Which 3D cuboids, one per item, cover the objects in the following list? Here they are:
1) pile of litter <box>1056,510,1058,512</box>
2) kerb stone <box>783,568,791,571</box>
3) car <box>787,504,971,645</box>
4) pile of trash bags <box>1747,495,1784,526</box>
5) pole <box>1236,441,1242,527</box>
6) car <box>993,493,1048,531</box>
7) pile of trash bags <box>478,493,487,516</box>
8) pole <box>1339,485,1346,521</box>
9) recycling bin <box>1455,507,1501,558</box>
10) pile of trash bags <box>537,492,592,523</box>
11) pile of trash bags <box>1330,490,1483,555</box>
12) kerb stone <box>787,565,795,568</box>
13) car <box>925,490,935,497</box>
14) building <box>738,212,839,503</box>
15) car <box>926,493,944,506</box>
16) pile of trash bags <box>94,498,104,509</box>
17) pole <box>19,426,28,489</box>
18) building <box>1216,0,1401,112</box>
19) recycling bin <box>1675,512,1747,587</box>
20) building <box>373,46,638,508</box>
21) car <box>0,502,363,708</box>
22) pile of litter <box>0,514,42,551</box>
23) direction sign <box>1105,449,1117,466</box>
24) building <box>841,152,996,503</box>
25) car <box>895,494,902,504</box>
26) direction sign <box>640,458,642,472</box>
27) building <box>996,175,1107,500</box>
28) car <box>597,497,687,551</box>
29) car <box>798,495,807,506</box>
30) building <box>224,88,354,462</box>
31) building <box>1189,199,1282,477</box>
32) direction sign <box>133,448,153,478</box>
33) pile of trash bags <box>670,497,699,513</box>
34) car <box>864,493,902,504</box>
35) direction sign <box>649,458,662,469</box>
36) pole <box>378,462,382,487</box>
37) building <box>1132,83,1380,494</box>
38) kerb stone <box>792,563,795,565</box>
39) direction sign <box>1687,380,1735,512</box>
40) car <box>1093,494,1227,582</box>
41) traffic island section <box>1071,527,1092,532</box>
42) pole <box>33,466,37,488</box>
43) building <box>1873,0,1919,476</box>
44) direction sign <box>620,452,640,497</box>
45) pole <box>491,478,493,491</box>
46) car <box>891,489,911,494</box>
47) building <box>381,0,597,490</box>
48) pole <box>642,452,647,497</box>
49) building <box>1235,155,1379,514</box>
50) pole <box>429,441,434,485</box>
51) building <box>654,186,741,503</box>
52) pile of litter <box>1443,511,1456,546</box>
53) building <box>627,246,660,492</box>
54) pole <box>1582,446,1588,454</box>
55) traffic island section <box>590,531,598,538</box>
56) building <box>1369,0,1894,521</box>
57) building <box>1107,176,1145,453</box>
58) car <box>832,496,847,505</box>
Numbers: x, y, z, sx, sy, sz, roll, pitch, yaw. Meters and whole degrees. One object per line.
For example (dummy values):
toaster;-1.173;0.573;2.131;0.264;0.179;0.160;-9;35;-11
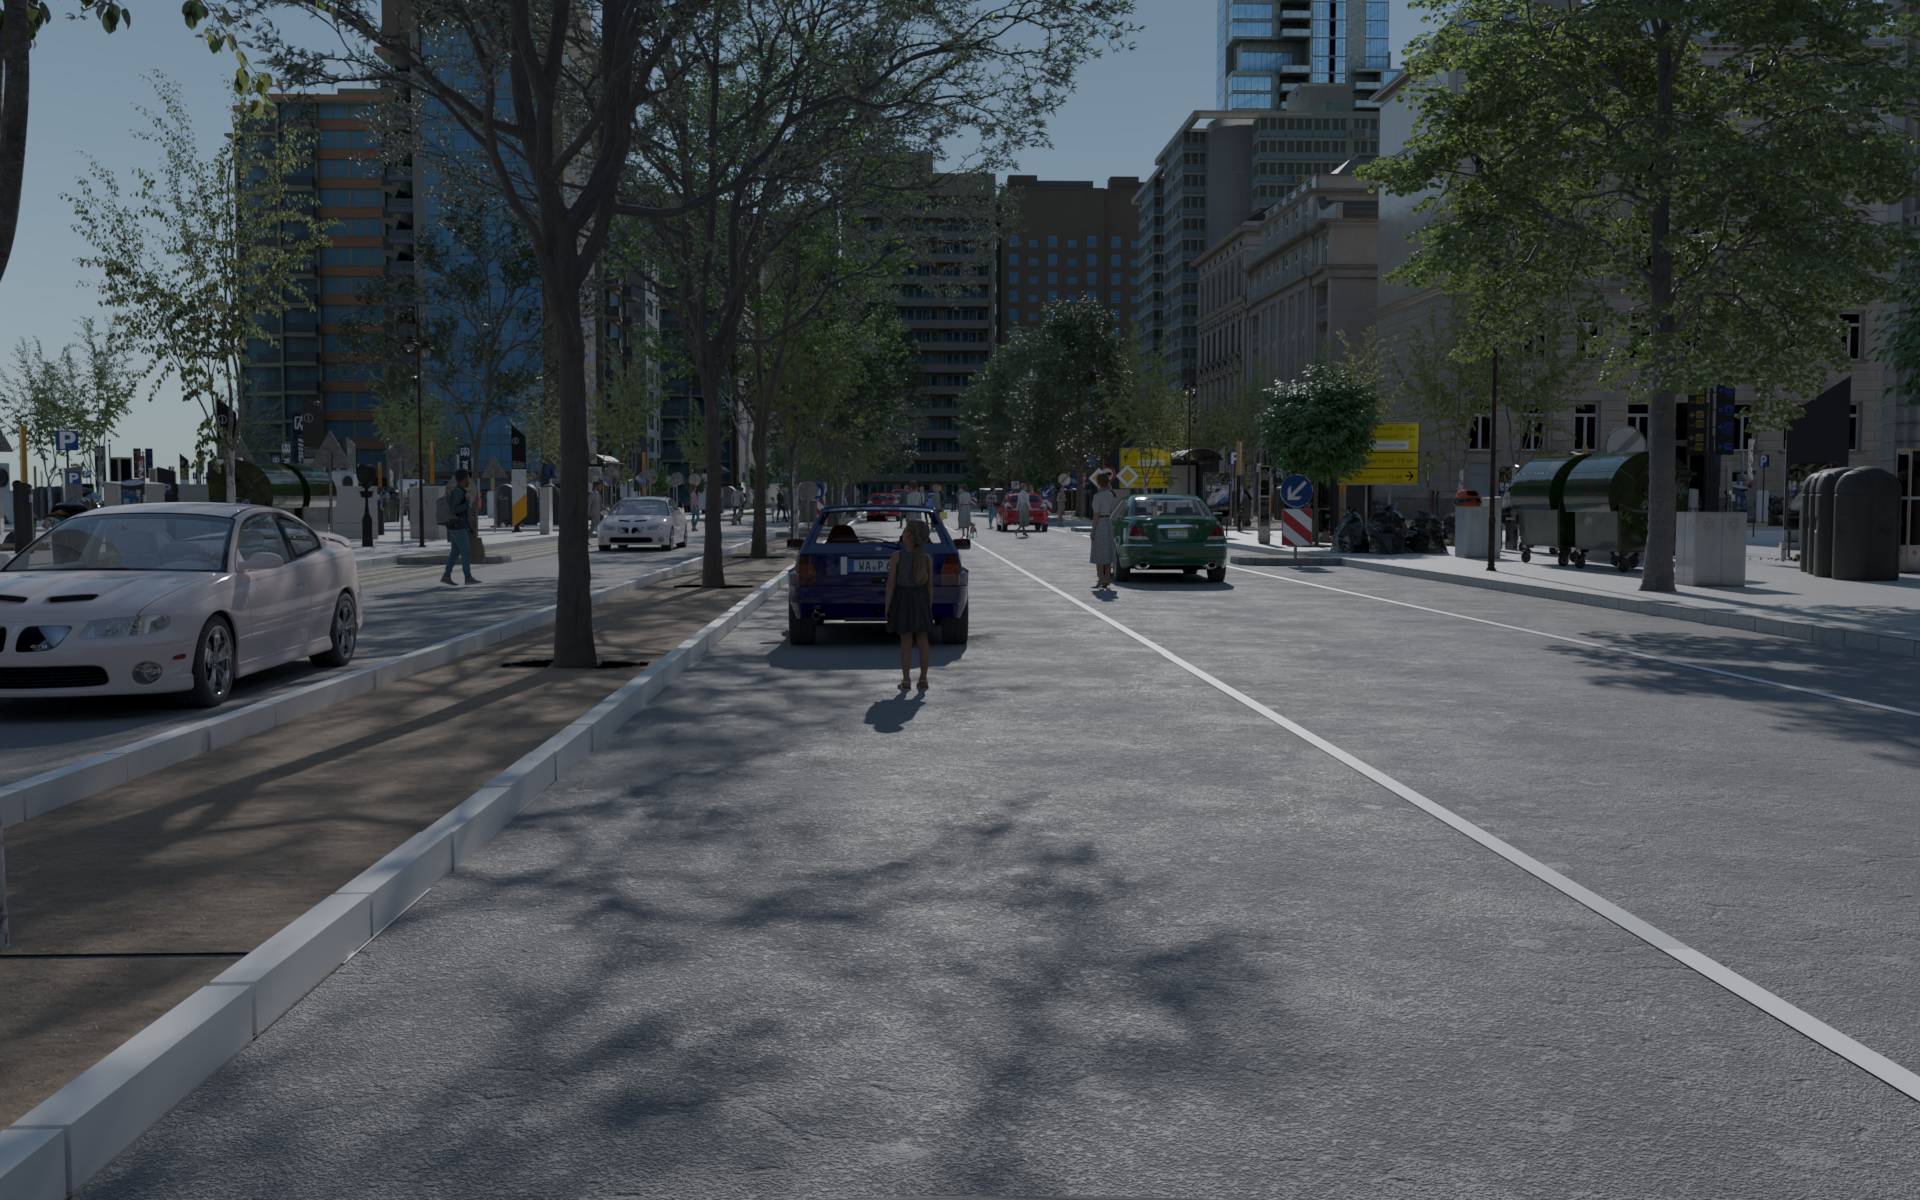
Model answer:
pile of litter;6.440;-6.860;126.129;1.176;0.858;1.719;-2;4;-28
kerb stone;-2.887;-0.389;28.593;0.120;0.150;1.000;0;4;-2
car;-0.835;-0.321;17.834;1.945;1.354;3.894;0;4;-3
pile of trash bags;33.022;-3.686;70.025;3.447;1.369;1.912;3;5;44
pole;10.814;-4.484;67.160;0.158;3.312;0.155;0;3;0
car;2.406;-3.597;67.859;2.155;1.783;4.494;0;4;-3
pile of trash bags;-28.670;-5.640;101.971;1.912;1.369;3.447;-2;4;-28
pole;11.468;-3.550;51.885;0.158;3.312;0.155;0;3;0
recycling bin;10.445;-1.369;34.931;0.722;1.027;0.722;0;4;-2
pile of trash bags;-17.884;-4.154;77.672;3.447;1.369;1.912;0;4;4
pile of trash bags;9.948;-1.722;37.914;3.447;1.369;1.912;-1;4;-23
kerb stone;-2.933;-0.453;29.621;0.120;0.150;1.000;0;4;-2
car;-2.677;-9.830;169.386;2.281;1.827;5.304;0;4;-1
building;-24.072;-34.304;244.457;14.086;41.232;14.154;0;4;-2
car;-2.294;-8.812;153.660;1.945;1.707;3.694;0;4;-3
pile of trash bags;-26.922;-2.803;55.581;1.912;1.369;3.447;3;5;40
pole;-27.973;-3.543;51.772;0.158;3.312;0.155;0;3;0
building;49.661;-57.360;250.503;31.000;86.520;22.319;0;4;-2
recycling bin;10.539;-0.720;24.323;0.722;1.027;0.722;0;4;0
building;-43.236;-31.398;167.979;22.147;44.769;28.867;0;4;-2
car;-5.978;-0.044;13.080;2.083;1.381;4.827;0;4;-3
pile of litter;-21.398;-1.562;39.509;1.719;0.858;1.176;1;4;19
direction sign;7.591;-5.799;86.803;0.876;3.537;0.379;-2;4;-34
building;-6.042;-38.180;247.939;21.600;48.544;21.300;0;4;-2
car;-4.029;-5.686;104.758;2.131;1.459;4.920;0;4;-4
direction sign;-20.447;-7.221;110.063;0.876;3.537;0.379;1;4;12
building;12.483;-36.444;245.967;14.200;45.320;14.600;0;4;-2
car;-8.237;-2.009;45.208;2.083;1.381;4.827;0;4;-2
car;-16.413;-10.144;178.434;1.945;1.354;3.894;0;4;-3
building;-62.910;-32.750;190.093;28.867;44.769;22.147;0;4;-2
building;24.583;-18.543;132.054;11.050;23.489;19.941;0;4;-2
direction sign;-40.407;-5.734;85.744;0.876;3.537;0.379;-2;4;-27
pile of trash bags;-18.445;-6.714;119.525;3.447;1.369;1.912;0;4;-7
car;-4.056;-5.090;92.265;2.155;1.783;4.494;0;4;-1
direction sign;-19.251;-7.192;109.588;0.876;3.537;0.379;1;4;11
pole;-36.770;-7.095;109.840;0.158;3.312;0.155;0;3;0
building;32.827;-29.127;168.107;32.217;40.220;23.993;0;4;-2
kerb stone;-2.977;-0.513;30.642;0.120;0.150;1.000;0;4;-2
direction sign;15.040;-2.615;34.751;0.876;3.537;0.379;2;4;34
car;3.397;-1.095;29.701;2.131;1.459;4.920;0;4;-1
traffic island section;5.335;-2.700;66.419;2.009;0.180;2.903;0;4;-2
pole;-67.295;-8.088;126.075;0.158;3.312;0.155;0;3;0
building;30.158;-11.698;33.060;13.314;21.916;24.055;0;4;-2
direction sign;-17.927;-6.208;93.490;0.876;3.537;0.379;-3;4;-38
pole;-33.147;-7.886;122.785;0.158;3.312;0.155;0;3;0
car;-4.501;-7.650;133.758;2.281;1.827;5.304;0;4;0
building;-39.041;-30.345;146.253;14.600;45.320;14.200;0;4;-2
pole;-15.320;-5.520;84.098;0.158;3.312;0.155;0;3;0
building;26.393;-16.403;109.983;13.314;21.916;24.055;0;4;-2
pole;-20.177;-4.427;66.222;0.158;3.312;0.155;0;3;0
building;-45.879;-36.285;247.885;28.867;44.769;22.147;0;4;-2
pile of litter;12.087;-1.775;42.992;1.176;0.858;1.719;-1;4;-21
building;-41.303;-25.896;195.096;14.107;30.474;14.160;0;4;-2
pole;26.373;-4.852;73.179;0.158;3.312;0.155;0;3;0
traffic island section;-11.619;-2.169;57.747;2.009;0.180;2.903;0;4;-2
building;34.660;-17.752;87.505;25.104;27.353;12.463;0;4;-2
building;26.649;-36.512;247.081;14.200;45.320;14.600;0;4;-2
car;-14.010;-11.658;202.966;2.083;1.381;4.827;0;4;-4
